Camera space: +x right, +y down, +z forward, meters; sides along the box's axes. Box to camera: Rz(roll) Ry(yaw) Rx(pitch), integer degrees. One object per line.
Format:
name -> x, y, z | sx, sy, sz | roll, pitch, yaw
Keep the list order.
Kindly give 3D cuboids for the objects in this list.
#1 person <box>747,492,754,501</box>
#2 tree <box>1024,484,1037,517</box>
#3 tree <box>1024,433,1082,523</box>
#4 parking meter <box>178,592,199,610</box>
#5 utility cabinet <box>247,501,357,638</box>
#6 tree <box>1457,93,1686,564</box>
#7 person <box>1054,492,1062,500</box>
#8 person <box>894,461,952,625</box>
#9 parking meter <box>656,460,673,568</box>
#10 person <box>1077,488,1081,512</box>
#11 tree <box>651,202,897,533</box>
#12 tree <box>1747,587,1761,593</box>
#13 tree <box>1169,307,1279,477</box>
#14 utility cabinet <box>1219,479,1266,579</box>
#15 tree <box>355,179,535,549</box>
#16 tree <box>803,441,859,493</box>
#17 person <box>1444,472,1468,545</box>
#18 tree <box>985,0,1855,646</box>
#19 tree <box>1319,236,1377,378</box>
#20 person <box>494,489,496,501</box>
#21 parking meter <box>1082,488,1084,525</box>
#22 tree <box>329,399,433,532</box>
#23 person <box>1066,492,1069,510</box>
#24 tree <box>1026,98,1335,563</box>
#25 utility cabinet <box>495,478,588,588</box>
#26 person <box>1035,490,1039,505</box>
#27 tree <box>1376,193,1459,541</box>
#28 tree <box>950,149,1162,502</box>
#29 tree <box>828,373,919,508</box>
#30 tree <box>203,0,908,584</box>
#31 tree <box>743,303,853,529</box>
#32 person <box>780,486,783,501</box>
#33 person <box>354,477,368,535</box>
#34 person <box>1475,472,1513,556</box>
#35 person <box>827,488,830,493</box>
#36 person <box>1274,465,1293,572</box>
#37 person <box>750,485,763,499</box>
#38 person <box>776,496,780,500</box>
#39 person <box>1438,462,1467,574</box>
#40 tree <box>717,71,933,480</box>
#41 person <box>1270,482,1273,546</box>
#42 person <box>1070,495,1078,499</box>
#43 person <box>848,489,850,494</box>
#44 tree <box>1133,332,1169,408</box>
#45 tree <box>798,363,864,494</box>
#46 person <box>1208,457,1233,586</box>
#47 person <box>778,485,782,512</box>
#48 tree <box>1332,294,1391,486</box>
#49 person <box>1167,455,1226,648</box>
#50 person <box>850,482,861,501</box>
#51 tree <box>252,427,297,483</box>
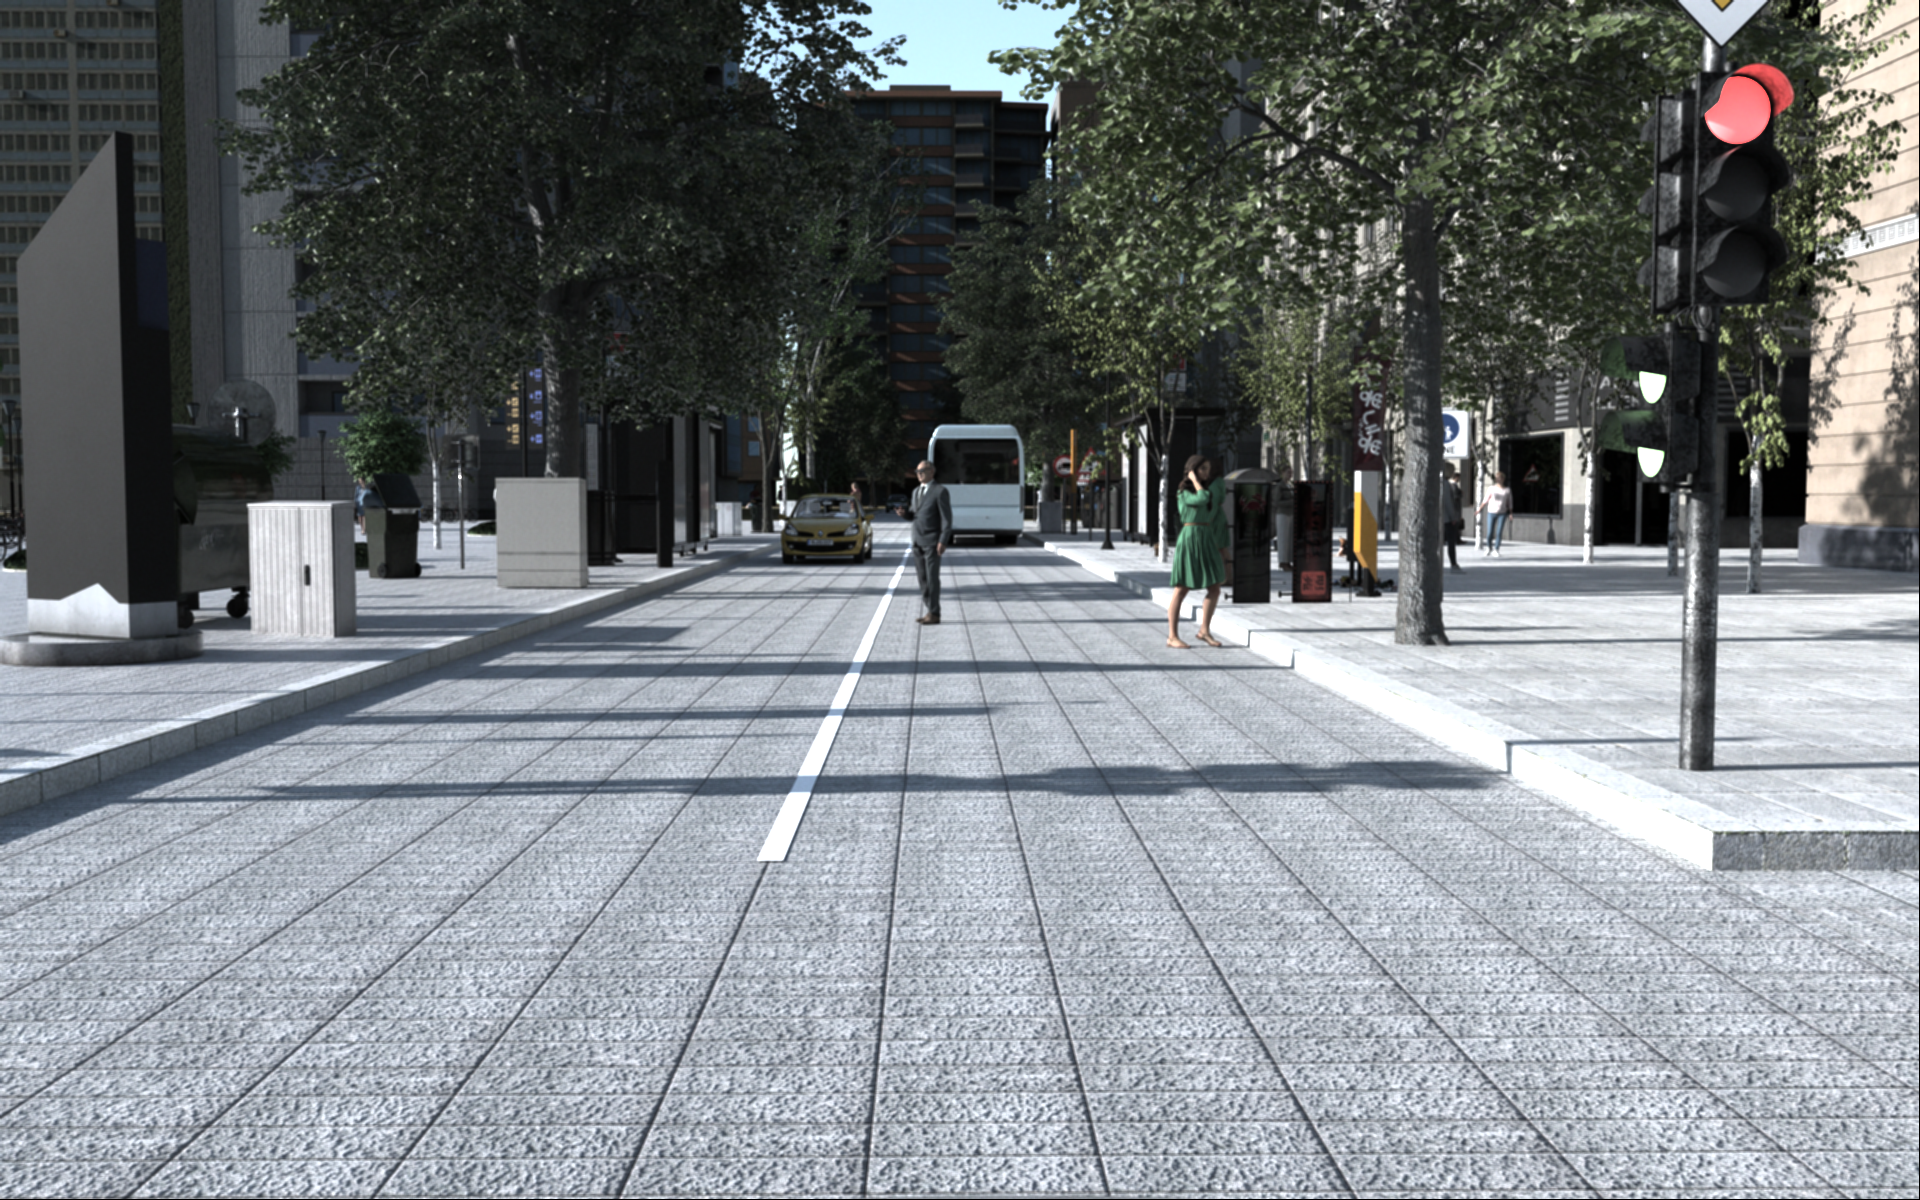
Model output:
person -> -13.547, -6.352, 113.123 | 0.991, 1.433, 0.599 | -3, 5, -44
tree -> 3.783, -6.266, 97.049 | 1.663, 3.219, 1.824 | 0, 3, 0
tree -> 3.828, -6.448, 89.139 | 4.285, 4.588, 4.351 | 0, 3, 0
parking meter -> -8.653, -0.659, 19.194 | 0.372, 1.533, 0.369 | 0, 3, 0
utility cabinet -> -5.993, -0.282, 15.768 | 1.020, 1.237, 0.306 | 2, 4, 24
tree -> 11.841, -4.975, 31.702 | 4.360, 8.622, 3.978 | 0, 3, 0
person -> 5.041, -5.399, 95.037 | 1.217, 1.743, 0.721 | 2, 4, 30
person -> -0.411, -0.643, 19.196 | 0.590, 1.801, 0.661 | -3, 5, -45
parking meter -> -5.174, -1.505, 30.326 | 0.255, 1.863, 0.399 | -1, 4, -13
person -> 8.472, -7.077, 122.470 | 0.721, 1.735, 1.217 | -3, 5, -40
tree -> -6.216, -8.017, 56.833 | 9.928, 11.665, 9.643 | 0, 3, 0
tree -> 10.069, -4.394, 22.205 | 4.737, 8.622, 4.395 | 0, 3, 0
tree -> 10.446, -7.150, 67.271 | 4.360, 8.622, 3.978 | 0, 3, 0
utility cabinet -> 3.956, -1.041, 25.701 | 1.173, 1.500, 0.318 | -2, 4, -25
tree -> -11.903, -5.485, 40.048 | 4.360, 8.622, 3.978 | 0, 3, 0
tree -> -7.823, -7.361, 104.069 | 4.285, 4.588, 4.351 | 0, 3, 0
person -> 12.497, -2.316, 43.877 | 0.822, 1.834, 0.622 | -1, 4, -11
tree -> 3.620, -5.878, 14.234 | 7.486, 12.596, 7.792 | 0, 3, 0
tree -> 11.841, -5.891, 46.678 | 4.360, 8.622, 3.978 | 0, 3, 0
person -> -17.417, -3.658, 65.949 | 0.679, 1.850, 0.850 | 0, 4, 8
parking meter -> 5.245, -3.879, 71.841 | 0.372, 1.533, 0.369 | 0, 3, 0
tree -> -19.699, -4.613, 59.139 | 4.285, 4.588, 4.351 | 0, 3, 0
person -> 8.464, -7.881, 138.126 | 0.421, 1.427, 0.697 | 0, 4, -5
tree -> 3.666, -5.021, 32.449 | 4.737, 8.622, 4.395 | 0, 3, 0
utility cabinet -> -5.684, -0.910, 23.564 | 1.173, 1.500, 0.318 | 0, 4, 6
person -> 6.070, -7.953, 137.543 | 0.593, 1.643, 0.415 | 0, 4, 0
tree -> 12.241, -5.468, 39.767 | 4.360, 8.622, 3.978 | 0, 3, 0
tree -> 3.318, -9.740, 65.900 | 9.857, 13.997, 8.962 | 0, 3, 0
tree -> -8.061, -14.774, 158.559 | 9.611, 12.733, 9.660 | 0, 3, 0
tree -> -5.529, -7.197, 24.330 | 9.857, 13.997, 8.962 | 0, 3, 0
tree -> -6.244, -6.938, 63.801 | 4.737, 8.622, 4.395 | 0, 3, 0
person -> -9.039, -4.974, 88.291 | 0.530, 1.710, 0.541 | 1, 4, 21
person -> -18.720, -2.955, 54.386 | 0.581, 1.822, 0.654 | 0, 4, -3
person -> 11.033, -1.783, 35.860 | 0.731, 1.740, 0.598 | 0, 4, 7
person -> -9.326, -7.141, 122.928 | 0.705, 1.807, 1.348 | 1, 4, 15
person -> 5.430, -1.351, 28.678 | 0.362, 1.759, 0.519 | 3, 4, 38
person -> -12.344, -6.061, 105.072 | 0.705, 1.831, 1.348 | 2, 4, 31
person -> -11.276, -6.396, 110.716 | 0.705, 1.812, 1.348 | 2, 4, 28
person -> 7.807, -1.332, 27.998 | 0.728, 1.800, 0.709 | 0, 4, 3
tree -> -8.426, -13.707, 79.996 | 12.611, 20.169, 13.585 | 0, 3, 0
person -> 7.509, -2.160, 42.369 | 0.522, 1.701, 0.512 | -1, 4, -13
person -> 10.919, -9.368, 162.379 | 1.217, 1.736, 0.721 | 0, 4, 5
person -> -6.629, -6.184, 107.955 | 0.742, 1.727, 0.445 | -3, 5, -42
tree -> 8.957, -7.789, 77.717 | 4.360, 8.622, 3.978 | 0, 3, 0
tree -> -7.589, -9.049, 98.317 | 4.360, 8.622, 3.978 | 0, 3, 0
person -> 3.543, -1.082, 23.985 | 0.529, 1.795, 0.600 | 0, 4, 6
person -> -9.365, -5.208, 91.720 | 0.721, 1.766, 1.217 | -2, 4, -30
tree -> 11.030, -6.338, 53.986 | 4.737, 8.622, 4.395 | 0, 3, 0
person -> 2.190, -0.452, 16.139 | 0.529, 1.795, 0.600 | 2, 4, 31
person -> -3.459, -2.985, 57.283 | 0.573, 1.828, 0.580 | -1, 4, -22
tree -> -25.361, -4.744, 61.270 | 4.285, 4.588, 4.351 | 0, 3, 0
